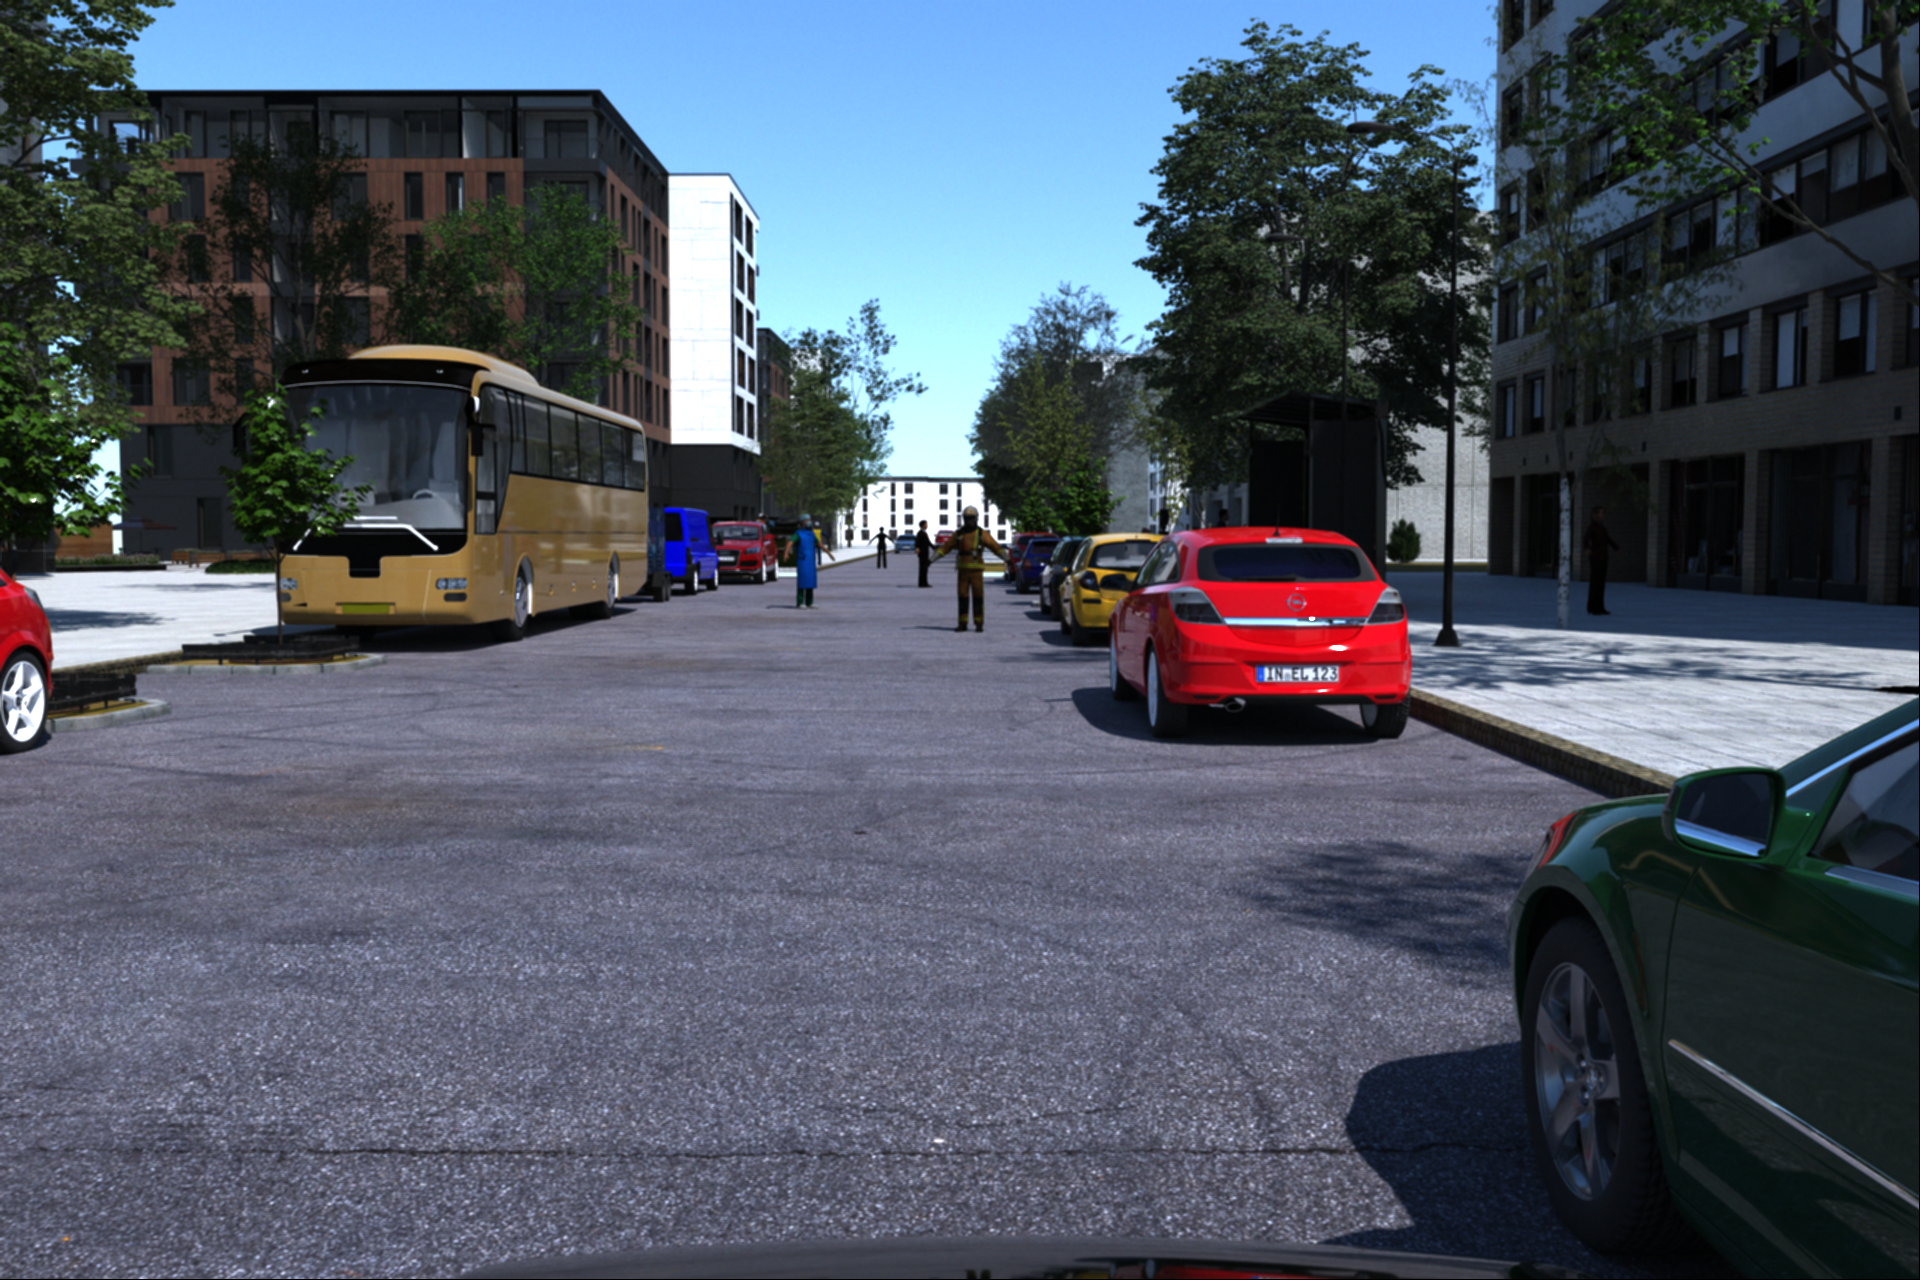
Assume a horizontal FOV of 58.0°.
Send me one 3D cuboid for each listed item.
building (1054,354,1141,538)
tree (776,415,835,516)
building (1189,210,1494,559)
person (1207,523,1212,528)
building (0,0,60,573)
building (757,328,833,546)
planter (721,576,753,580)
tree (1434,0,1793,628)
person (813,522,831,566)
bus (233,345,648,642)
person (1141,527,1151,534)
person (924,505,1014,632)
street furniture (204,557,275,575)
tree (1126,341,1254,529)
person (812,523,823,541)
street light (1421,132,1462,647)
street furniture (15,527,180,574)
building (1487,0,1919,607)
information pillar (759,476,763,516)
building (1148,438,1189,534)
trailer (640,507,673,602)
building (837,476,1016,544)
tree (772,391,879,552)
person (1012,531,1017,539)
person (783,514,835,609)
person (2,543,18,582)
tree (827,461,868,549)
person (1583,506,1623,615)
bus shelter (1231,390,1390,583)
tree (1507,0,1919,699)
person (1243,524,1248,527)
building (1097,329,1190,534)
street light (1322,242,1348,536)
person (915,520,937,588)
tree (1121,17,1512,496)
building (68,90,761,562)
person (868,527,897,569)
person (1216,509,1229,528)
[{"bbox_3d":[24.130,-22.558,212.800,27.936,21.610,32.646,0,4,0],"label":"building"},{"bbox_3d":[-9.778,-9.614,107.554,4.360,8.622,3.978,0,3,0],"label":"tree"},{"bbox_3d":[24.164,-14.491,103.388,16.747,18.905,31.486,0,3,0],"label":"building"},{"bbox_3d":[12.128,-4.766,84.050,0.705,1.813,1.348,0,4,0],"label":"person"},{"bbox_3d":[-33.007,-15.884,39.287,16.754,29.471,25.880,0,4,-1],"label":"building"},{"bbox_3d":[-29.131,-21.057,188.255,27.936,21.610,32.646,0,4,1],"label":"building"},{"bbox_3d":[-7.294,-2.071,55.005,1.991,0.319,1.994,0,4,1],"label":"planter"},{"bbox_3d":[8.096,-4.478,23.580,4.360,8.622,3.978,0,3,0],"label":"tree"},{"bbox_3d":[-5.813,-3.890,70.072,1.216,1.772,0.721,-1,4,-18],"label":"person"},{"bbox_3d":[-7.062,-2.125,26.297,2.896,3.916,12.252,0,4,0],"label":"bus"},{"bbox_3d":[4.035,-1.868,39.770,0.799,1.438,0.628,-3,5,-43],"label":"person"},{"bbox_3d":[0.149,-1.050,25.393,1.354,1.858,0.705,1,4,15],"label":"person"},{"bbox_3d":[-20.813,-2.675,59.357,10.072,0.657,5.734,-3,4,-36],"label":"street furniture"},{"bbox_3d":[7.693,-6.454,55.882,4.737,8.622,4.395,0,3,0],"label":"tree"},{"bbox_3d":[-7.445,-4.956,87.177,1.345,1.843,0.704,3,4,37],"label":"person"},{"bbox_3d":[6.126,-2.882,19.661,1.470,5.913,1.316,0,4,0],"label":"street light"},{"bbox_3d":[-31.177,-3.247,59.941,9.812,1.723,11.010,2,4,26],"label":"street furniture"},{"bbox_3d":[26.272,-13.679,30.229,21.656,26.213,47.522,0,4,0],"label":"building"},{"bbox_3d":[-8.060,-4.826,70.264,0.183,3.616,0.504,0,4,1],"label":"information pillar"},{"bbox_3d":[20.894,-11.917,136.989,9.099,9.664,28.070,0,4,0],"label":"building"},{"bbox_3d":[-6.930,-1.770,35.989,1.471,1.999,3.904,0,3,0],"label":"trailer"},{"bbox_3d":[-5.120,-18.836,252.578,28.070,9.664,9.099,0,4,-6],"label":"building"},{"bbox_3d":[-9.717,-12.333,127.392,9.928,11.665,9.643,0,3,0],"label":"tree"},{"bbox_3d":[2.938,-5.329,96.399,0.599,1.433,0.991,0,4,7],"label":"person"},{"bbox_3d":[-2.942,-1.508,33.248,0.704,1.817,1.347,3,5,40],"label":"person"},{"bbox_3d":[-20.453,-1.854,37.137,0.721,1.735,1.217,-2,4,-28],"label":"person"},{"bbox_3d":[-10.348,-12.296,151.403,4.737,8.622,4.395,0,3,0],"label":"tree"},{"bbox_3d":[10.205,-1.266,27.499,1.215,1.729,0.721,-3,5,-45],"label":"person"},{"bbox_3d":[6.238,-2.456,31.440,1.731,3.624,6.357,0,3,0],"label":"bus shelter"},{"bbox_3d":[7.898,-5.370,13.556,9.928,11.665,9.643,0,3,0],"label":"tree"},{"bbox_3d":[13.382,-4.536,80.881,1.216,1.740,0.721,-1,4,-19],"label":"person"},{"bbox_3d":[24.066,-21.395,180.738,19.493,23.208,18.063,0,4,0],"label":"building"},{"bbox_3d":[6.506,-3.326,26.928,1.470,5.913,1.316,0,3,0],"label":"street light"},{"bbox_3d":[-0.951,-2.314,46.472,0.705,1.806,1.347,1,4,22],"label":"person"},{"bbox_3d":[8.579,-8.316,42.625,9.857,13.997,8.962,0,3,0],"label":"tree"},{"bbox_3d":[-26.993,-15.436,96.353,27.936,21.610,32.646,0,4,0],"label":"building"},{"bbox_3d":[-3.244,-3.845,72.048,1.216,1.740,0.721,0,4,3],"label":"person"},{"bbox_3d":[5.683,-1.907,37.228,0.704,1.823,1.345,0,4,4],"label":"person"}]
